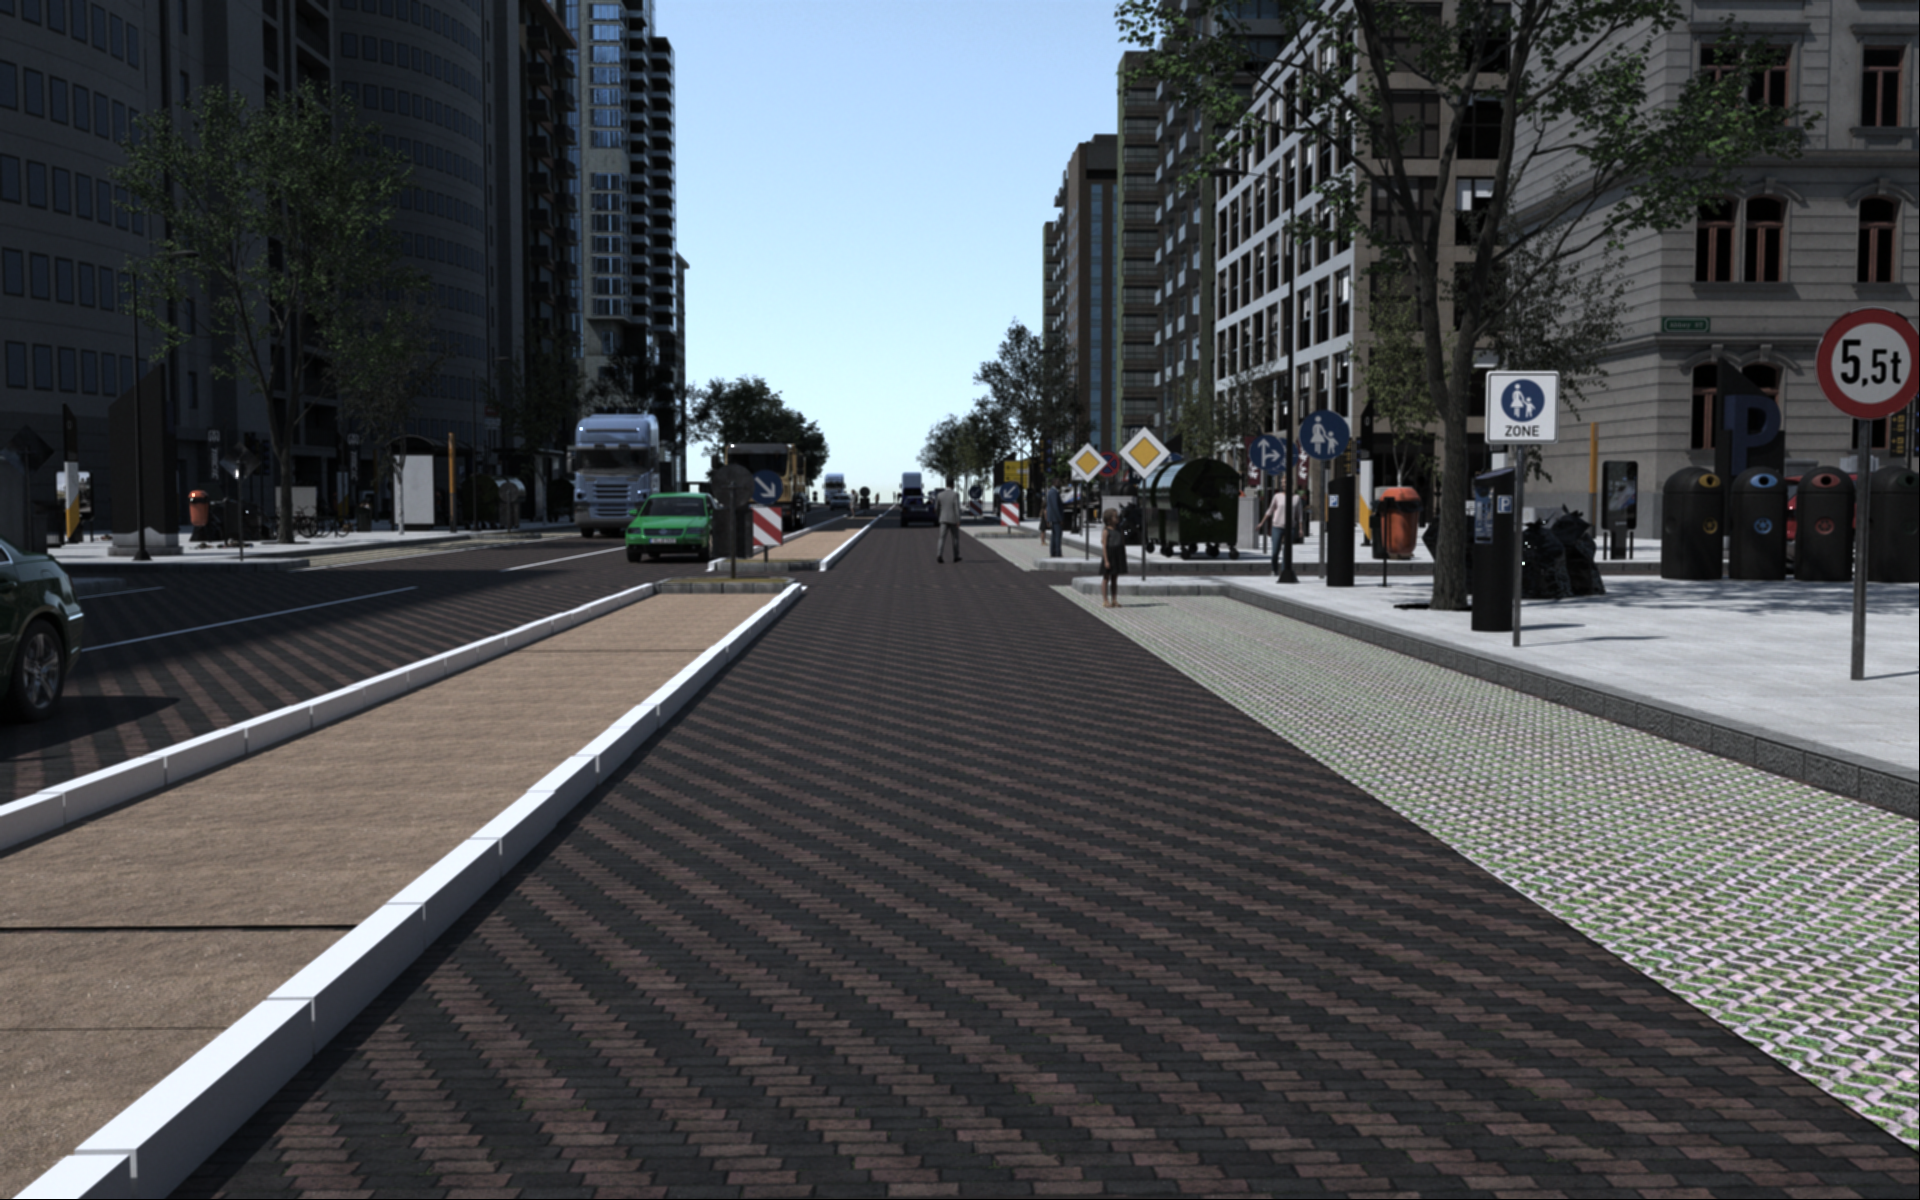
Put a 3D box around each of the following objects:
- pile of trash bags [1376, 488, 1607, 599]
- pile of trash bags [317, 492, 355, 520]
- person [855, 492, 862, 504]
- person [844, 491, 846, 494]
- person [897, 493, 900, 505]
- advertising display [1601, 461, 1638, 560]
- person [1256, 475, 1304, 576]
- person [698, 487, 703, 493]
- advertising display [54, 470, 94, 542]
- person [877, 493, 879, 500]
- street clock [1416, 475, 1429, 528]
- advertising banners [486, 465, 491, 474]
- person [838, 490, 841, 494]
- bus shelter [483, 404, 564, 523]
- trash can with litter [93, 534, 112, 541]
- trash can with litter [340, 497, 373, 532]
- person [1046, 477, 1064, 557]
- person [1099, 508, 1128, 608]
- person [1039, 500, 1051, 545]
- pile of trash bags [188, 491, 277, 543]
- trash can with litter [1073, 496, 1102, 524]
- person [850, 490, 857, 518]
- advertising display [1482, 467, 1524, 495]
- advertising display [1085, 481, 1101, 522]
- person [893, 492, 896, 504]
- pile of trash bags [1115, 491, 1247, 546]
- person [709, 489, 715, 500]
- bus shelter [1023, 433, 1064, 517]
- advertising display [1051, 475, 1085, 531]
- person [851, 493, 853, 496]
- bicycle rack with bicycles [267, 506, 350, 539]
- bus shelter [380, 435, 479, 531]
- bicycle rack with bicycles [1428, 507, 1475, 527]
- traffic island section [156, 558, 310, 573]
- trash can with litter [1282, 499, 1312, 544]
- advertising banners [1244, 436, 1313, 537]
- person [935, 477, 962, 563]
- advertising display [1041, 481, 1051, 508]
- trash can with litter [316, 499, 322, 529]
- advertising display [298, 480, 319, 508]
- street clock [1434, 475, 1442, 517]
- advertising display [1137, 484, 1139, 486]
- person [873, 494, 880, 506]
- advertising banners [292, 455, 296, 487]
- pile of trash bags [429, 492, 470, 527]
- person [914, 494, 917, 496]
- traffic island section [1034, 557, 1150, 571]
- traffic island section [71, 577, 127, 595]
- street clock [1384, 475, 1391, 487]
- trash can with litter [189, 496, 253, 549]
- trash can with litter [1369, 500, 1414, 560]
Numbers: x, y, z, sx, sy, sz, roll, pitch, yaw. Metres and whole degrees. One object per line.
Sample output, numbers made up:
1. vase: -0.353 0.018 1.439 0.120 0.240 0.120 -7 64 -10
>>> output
1. pile of trash bags: 6.795 -0.799 22.817 1.912 1.369 3.447 -2 4 -31
2. pile of trash bags: -31.179 -4.691 86.451 1.912 1.369 3.447 -2 4 -24
3. person: -13.561 -13.400 228.303 1.217 1.736 0.721 -1 4 -17
4. person: -13.677 -12.102 206.347 0.705 1.826 1.348 -2 4 -25
5. person: -8.309 -13.682 233.674 0.415 1.643 0.593 1 4 22
6. advertising display: 12.872 -1.749 33.813 0.974 1.923 0.123 -2 4 -35
7. person: 5.152 -1.153 28.030 0.731 1.740 0.598 0 4 1
8. person: -13.354 -4.949 89.761 0.599 1.781 0.374 -1 4 -11
9. advertising display: -23.527 -2.496 46.026 0.974 1.923 0.123 0 3 0
10. person: -11.255 -13.985 238.616 0.415 1.643 0.593 -1 4 -20
11. street clock: 17.631 -3.759 66.031 0.358 2.002 0.471 -2 4 -32
12. advertising banners: -28.779 -6.507 102.578 2.074 3.025 0.090 -2 4 -33
13. person: -12.917 -10.802 185.119 0.705 1.824 1.348 2 4 27
14. bus shelter: -20.283 -6.275 80.224 2.179 5.291 8.768 0 4 -2
15. trash can with litter: -23.484 -2.285 48.425 2.233 1.210 1.678 3 4 38
16. trash can with litter: -20.303 -2.865 58.237 1.055 1.170 0.624 0 4 -5
17. person: 2.075 -1.762 37.490 0.419 1.800 0.721 -1 4 -13
18. person: 1.947 -0.528 21.806 0.362 1.253 0.373 -2 4 -31
19. person: 2.376 -2.140 48.164 0.373 1.253 0.362 -1 4 -10
20. pile of trash bags: -19.958 -2.271 46.886 1.912 1.369 3.447 0 4 0
21. trash can with litter: 5.907 -3.932 75.349 2.233 1.210 1.678 -3 5 -40
22. person: -6.332 -5.702 102.726 0.522 1.701 0.512 -2 4 -28
23. advertising display: 13.067 -2.234 41.742 0.974 1.923 0.123 0 4 4
24. advertising display: 5.942 -4.523 79.162 0.974 1.923 0.123 1 4 19
25. person: -9.290 -14.580 247.704 0.721 1.723 1.217 0 4 -4
26. pile of trash bags: 5.508 -2.072 43.630 3.447 1.369 1.912 1 4 11
27. person: -15.804 -6.245 110.572 1.348 1.831 0.705 3 4 39
28. bus shelter: 4.830 -7.478 99.895 2.179 5.291 8.768 0 4 -2
29. advertising display: 3.731 -3.347 59.937 0.974 1.923 0.123 1 4 17
30. person: -11.858 -11.325 193.534 0.599 1.838 0.709 -2 4 -23
31. bicycle rack with bicycles: -19.492 -2.316 51.251 2.925 0.926 2.852 -3 5 -42
32. bus shelter: -18.894 -4.165 62.018 2.014 3.302 5.546 0 4 -2
33. bicycle rack with bicycles: 14.432 -2.137 48.322 2.852 0.926 2.925 0 4 6
34. traffic island section: -13.746 -0.661 33.092 2.009 0.180 2.903 0 4 -2
35. trash can with litter: 8.533 -2.015 44.329 0.624 1.170 1.055 2 4 35
36. advertising banners: 9.548 -3.415 52.019 2.074 3.025 0.090 1 4 19
37. person: -0.242 -1.678 36.211 0.678 1.792 0.850 2 4 24
38. advertising display: 4.468 -4.907 85.448 0.974 1.923 0.123 2 4 23
39. trash can with litter: -24.043 -3.179 63.035 1.678 1.210 2.233 2 4 33
40. advertising display: -30.274 -4.602 80.456 0.123 1.923 0.974 3 4 38
41. street clock: 18.258 -3.766 66.136 0.358 2.002 0.471 1 4 14
42. advertising display: 10.756 -5.981 103.011 0.974 1.923 0.123 1 4 23
43. person: -9.761 -11.665 202.485 1.065 1.426 0.557 3 5 40
44. advertising banners: -30.111 -4.994 77.836 0.090 3.025 2.074 -2 4 -34
45. pile of trash bags: -20.918 -3.666 69.691 1.912 1.369 3.447 -2 4 -25
46. person: -3.043 -6.372 115.903 0.599 1.433 0.991 -1 4 -17
47. traffic island section: 2.487 -0.691 33.584 2.009 0.180 2.903 0 4 -2
48. traffic island section: -13.501 -0.173 25.110 2.009 0.180 2.903 0 4 -2
49. street clock: 16.291 -3.763 66.090 0.358 2.002 0.471 1 4 10
50. trash can with litter: -17.714 -1.852 41.343 1.678 1.210 2.233 1 4 13
51. trash can with litter: 8.502 -1.379 33.926 0.624 1.170 1.055 -2 4 -25
